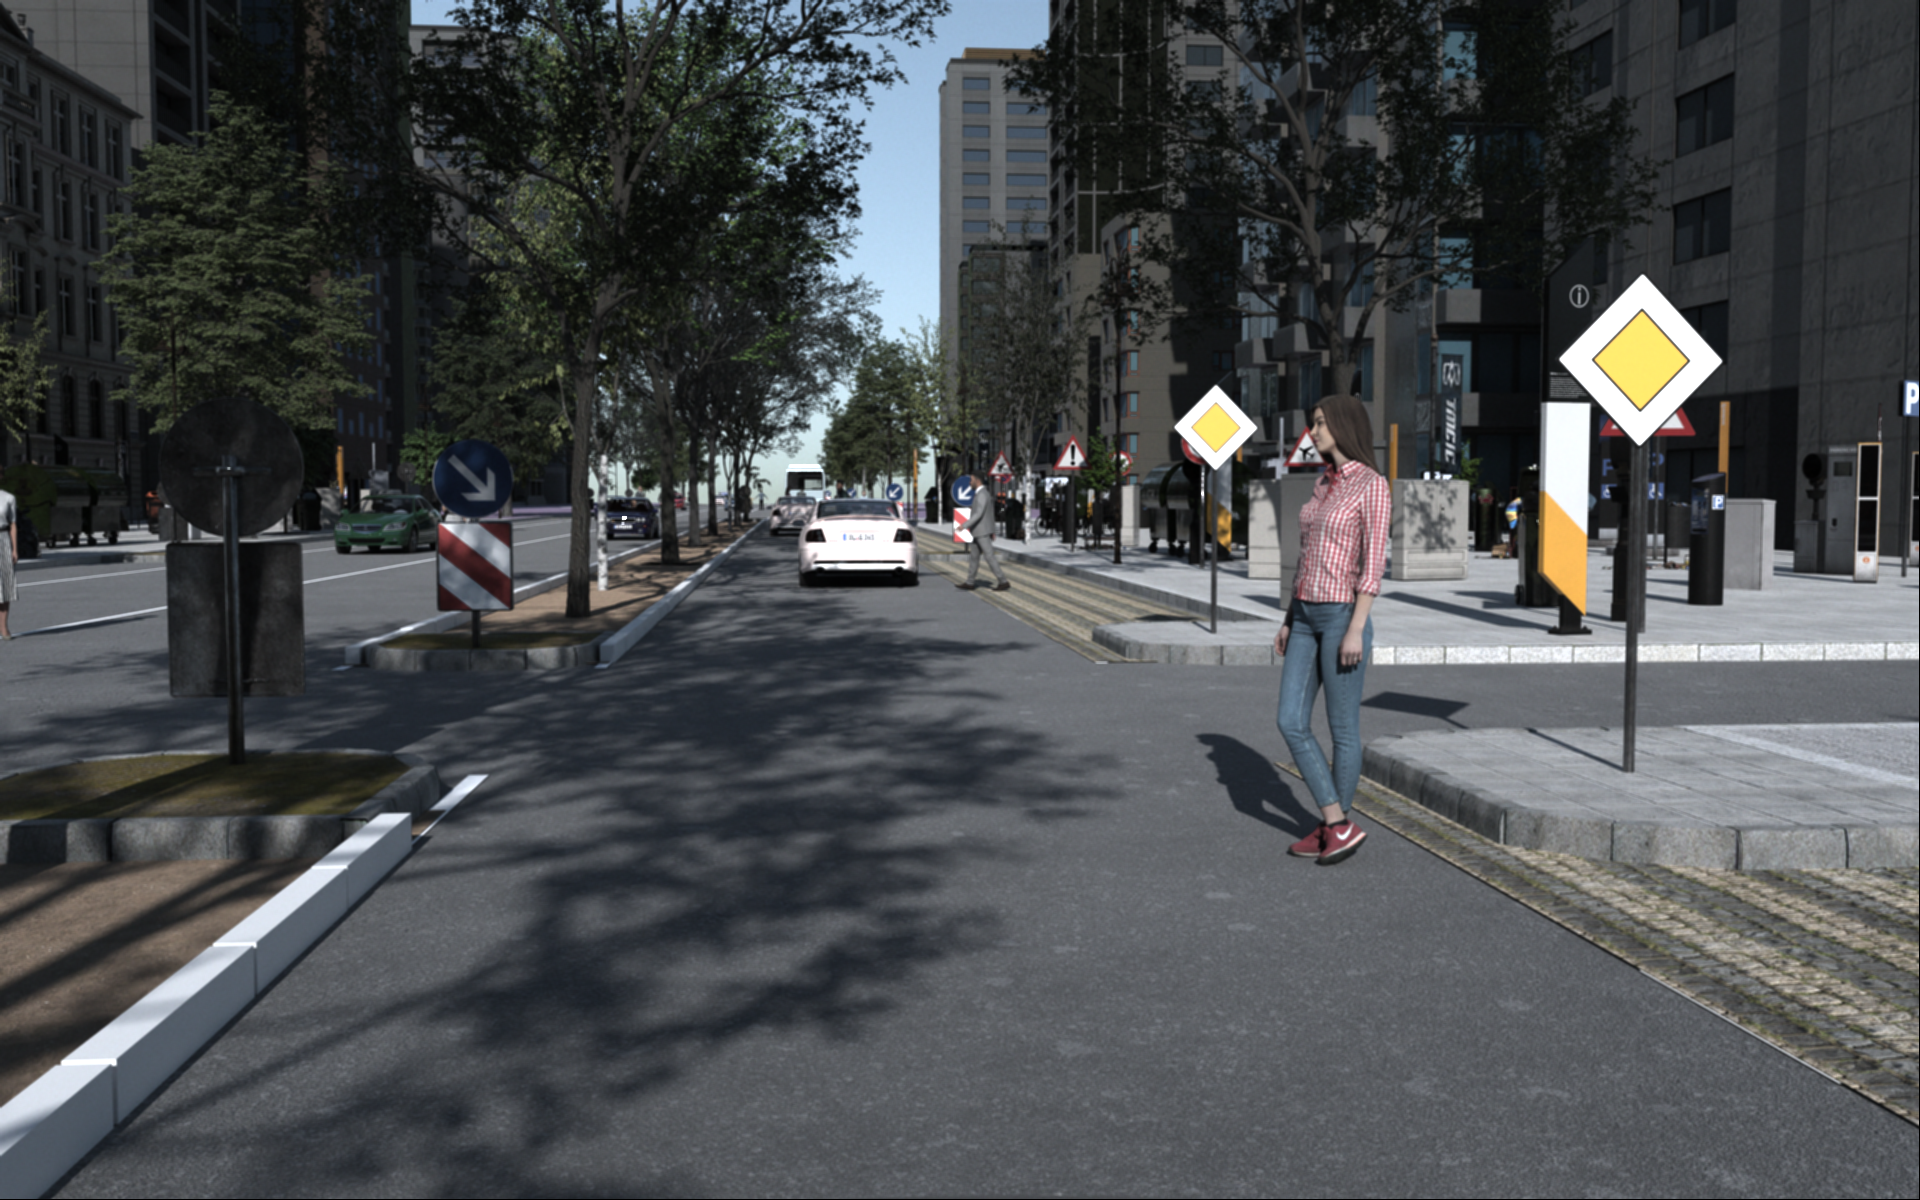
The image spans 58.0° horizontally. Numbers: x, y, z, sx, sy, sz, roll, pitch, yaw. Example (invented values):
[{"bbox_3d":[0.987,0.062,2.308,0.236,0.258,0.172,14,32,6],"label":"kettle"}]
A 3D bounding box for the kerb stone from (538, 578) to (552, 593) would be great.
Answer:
[{"bbox_3d":[-6.105,-0.185,25.219,0.120,0.150,1.000,0,4,-5],"label":"kerb stone"}]

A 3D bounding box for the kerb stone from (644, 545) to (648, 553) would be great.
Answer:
[{"bbox_3d":[-7.645,-1.178,41.533,0.120,0.150,1.000,0,4,-5],"label":"kerb stone"}]

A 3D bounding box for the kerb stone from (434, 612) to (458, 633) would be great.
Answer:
[{"bbox_3d":[-5.419,0.258,18.042,0.120,0.150,1.000,0,4,-5],"label":"kerb stone"}]

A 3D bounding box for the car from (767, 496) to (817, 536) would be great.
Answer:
[{"bbox_3d":[-5.679,-2.925,60.188,2.083,1.381,4.827,0,4,-6],"label":"car"}]

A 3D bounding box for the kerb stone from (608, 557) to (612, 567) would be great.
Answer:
[{"bbox_3d":[-6.871,-0.684,33.382,0.120,0.150,1.000,0,4,-5],"label":"kerb stone"}]

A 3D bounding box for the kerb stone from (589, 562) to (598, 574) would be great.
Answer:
[{"bbox_3d":[-6.773,-0.622,32.363,0.120,0.150,1.000,0,4,-5],"label":"kerb stone"}]

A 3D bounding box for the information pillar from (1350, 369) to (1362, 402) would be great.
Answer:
[{"bbox_3d":[7.350,-2.513,32.435,0.183,3.616,0.504,3,5,44],"label":"information pillar"}]

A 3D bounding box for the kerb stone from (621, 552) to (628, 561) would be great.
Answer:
[{"bbox_3d":[-7.158,-0.869,36.435,0.120,0.150,1.000,0,4,-5],"label":"kerb stone"}]

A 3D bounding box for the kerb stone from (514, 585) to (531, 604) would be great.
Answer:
[{"bbox_3d":[-5.913,-0.059,23.164,0.120,0.150,1.000,0,4,-5],"label":"kerb stone"}]

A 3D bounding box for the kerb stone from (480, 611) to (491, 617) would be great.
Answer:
[{"bbox_3d":[-5.617,0.128,20.098,0.120,0.150,1.000,0,4,-5],"label":"kerb stone"}]

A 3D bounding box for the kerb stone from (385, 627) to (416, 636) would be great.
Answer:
[{"bbox_3d":[-5.221,0.384,16.002,0.120,0.150,1.000,0,4,-5],"label":"kerb stone"}]

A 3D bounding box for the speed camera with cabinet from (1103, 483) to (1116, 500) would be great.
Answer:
[{"bbox_3d":[8.643,-5.975,92.028,2.038,3.252,0.660,0,4,1],"label":"speed camera with cabinet"}]

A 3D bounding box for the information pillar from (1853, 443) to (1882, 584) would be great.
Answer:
[{"bbox_3d":[13.063,-1.251,24.942,0.304,2.012,0.304,2,4,24],"label":"information pillar"}]

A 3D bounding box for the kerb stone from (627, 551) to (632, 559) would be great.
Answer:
[{"bbox_3d":[-7.259,-0.933,37.452,0.120,0.150,1.000,0,4,-5],"label":"kerb stone"}]

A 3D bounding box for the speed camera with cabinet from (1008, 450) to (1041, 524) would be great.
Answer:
[{"bbox_3d":[2.805,-4.925,74.858,0.660,3.252,2.038,2,4,29],"label":"speed camera with cabinet"}]

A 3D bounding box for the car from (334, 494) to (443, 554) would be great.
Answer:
[{"bbox_3d":[-14.146,-1.914,43.085,2.131,1.459,4.920,0,4,-4],"label":"car"}]

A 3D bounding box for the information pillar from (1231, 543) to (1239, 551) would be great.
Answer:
[{"bbox_3d":[6.164,-2.131,39.328,0.304,2.012,0.304,2,4,25],"label":"information pillar"}]

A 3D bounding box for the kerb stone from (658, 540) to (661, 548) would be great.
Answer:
[{"bbox_3d":[-8.040,-1.430,45.622,0.120,0.150,1.000,0,4,-5],"label":"kerb stone"}]

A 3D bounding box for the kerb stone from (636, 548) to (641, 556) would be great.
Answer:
[{"bbox_3d":[-7.450,-1.058,39.495,0.120,0.150,1.000,0,4,-5],"label":"kerb stone"}]

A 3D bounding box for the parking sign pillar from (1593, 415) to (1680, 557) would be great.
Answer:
[{"bbox_3d":[14.249,-2.910,36.056,1.447,3.967,1.447,0,4,2],"label":"parking sign pillar"}]

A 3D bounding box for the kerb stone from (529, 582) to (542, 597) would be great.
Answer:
[{"bbox_3d":[-6.007,-0.120,24.191,0.120,0.150,1.000,0,4,-5],"label":"kerb stone"}]

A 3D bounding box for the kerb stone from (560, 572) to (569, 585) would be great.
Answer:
[{"bbox_3d":[-6.294,-0.308,27.254,0.120,0.150,1.000,0,4,-5],"label":"kerb stone"}]

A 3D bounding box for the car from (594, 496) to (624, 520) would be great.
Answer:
[{"bbox_3d":[-19.166,-5.080,95.636,1.945,1.354,3.894,0,4,-6],"label":"car"}]

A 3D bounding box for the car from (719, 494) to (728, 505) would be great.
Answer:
[{"bbox_3d":[-30.846,-13.331,227.560,1.945,1.707,3.694,0,4,-7],"label":"car"}]

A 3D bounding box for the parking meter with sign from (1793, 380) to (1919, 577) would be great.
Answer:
[{"bbox_3d":[14.129,-1.904,27.384,0.543,3.016,1.738,-2,4,-35],"label":"parking meter with sign"}]

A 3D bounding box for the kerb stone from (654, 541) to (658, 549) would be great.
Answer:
[{"bbox_3d":[-7.933,-1.368,44.605,0.120,0.150,1.000,0,4,-5],"label":"kerb stone"}]

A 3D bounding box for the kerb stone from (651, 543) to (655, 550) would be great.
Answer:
[{"bbox_3d":[-7.831,-1.306,43.581,0.120,0.150,1.000,0,4,-5],"label":"kerb stone"}]

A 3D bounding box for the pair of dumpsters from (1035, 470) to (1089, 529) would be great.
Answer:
[{"bbox_3d":[3.929,-3.875,65.854,1.574,2.255,4.437,0,4,-6],"label":"pair of dumpsters"}]

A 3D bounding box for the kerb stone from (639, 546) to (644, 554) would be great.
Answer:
[{"bbox_3d":[-7.547,-1.120,40.515,0.120,0.150,1.000,0,4,-5],"label":"kerb stone"}]

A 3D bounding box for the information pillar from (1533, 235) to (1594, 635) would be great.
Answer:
[{"bbox_3d":[5.508,-1.491,15.726,0.504,3.616,0.183,-1,4,-18],"label":"information pillar"}]

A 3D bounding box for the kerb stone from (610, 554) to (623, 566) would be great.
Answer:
[{"bbox_3d":[-7.065,-0.809,35.417,0.120,0.150,1.000,0,4,-5],"label":"kerb stone"}]

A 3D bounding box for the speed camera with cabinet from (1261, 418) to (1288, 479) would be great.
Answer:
[{"bbox_3d":[8.079,-3.134,45.579,0.660,3.252,2.038,0,4,-5],"label":"speed camera with cabinet"}]

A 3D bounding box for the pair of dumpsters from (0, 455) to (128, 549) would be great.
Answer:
[{"bbox_3d":[-21.853,-2.424,42.127,1.574,2.255,4.437,0,4,-5],"label":"pair of dumpsters"}]

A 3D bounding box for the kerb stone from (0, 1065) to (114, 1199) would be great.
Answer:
[{"bbox_3d":[-1.924,1.150,3.404,0.120,0.150,1.000,0,4,-5],"label":"kerb stone"}]

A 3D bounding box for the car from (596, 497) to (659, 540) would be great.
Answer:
[{"bbox_3d":[-10.559,-2.605,55.167,1.945,1.354,3.894,0,4,-6],"label":"car"}]

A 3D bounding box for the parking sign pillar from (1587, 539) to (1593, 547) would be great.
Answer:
[{"bbox_3d":[15.762,-3.272,41.975,1.447,3.967,1.447,1,4,22],"label":"parking sign pillar"}]

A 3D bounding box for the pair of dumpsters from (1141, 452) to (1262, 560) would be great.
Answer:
[{"bbox_3d":[4.901,-2.015,35.436,1.574,2.255,4.437,0,4,-6],"label":"pair of dumpsters"}]

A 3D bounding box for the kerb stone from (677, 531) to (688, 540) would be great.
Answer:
[{"bbox_3d":[-9.099,-2.120,56.855,0.120,0.150,1.000,0,4,-5],"label":"kerb stone"}]

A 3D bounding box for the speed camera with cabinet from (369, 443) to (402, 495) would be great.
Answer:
[{"bbox_3d":[-22.075,-4.416,66.545,0.660,3.252,2.038,-3,4,-37],"label":"speed camera with cabinet"}]

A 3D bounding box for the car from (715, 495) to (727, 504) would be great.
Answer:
[{"bbox_3d":[-29.796,-12.360,214.447,2.083,1.381,4.827,0,4,-6],"label":"car"}]

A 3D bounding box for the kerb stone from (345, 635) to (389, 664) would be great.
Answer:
[{"bbox_3d":[-5.127,0.441,14.980,0.120,0.150,1.000,0,4,-5],"label":"kerb stone"}]

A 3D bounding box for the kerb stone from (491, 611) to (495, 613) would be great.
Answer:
[{"bbox_3d":[-5.712,0.066,21.123,0.120,0.150,1.000,0,4,-5],"label":"kerb stone"}]

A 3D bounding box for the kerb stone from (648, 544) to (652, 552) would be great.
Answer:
[{"bbox_3d":[-7.732,-1.242,42.564,0.120,0.150,1.000,0,4,-5],"label":"kerb stone"}]

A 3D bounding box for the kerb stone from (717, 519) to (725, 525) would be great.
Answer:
[{"bbox_3d":[-11.793,-3.865,85.393,0.120,0.150,1.000,0,4,-5],"label":"kerb stone"}]

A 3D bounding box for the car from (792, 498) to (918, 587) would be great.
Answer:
[{"bbox_3d":[-1.695,-0.970,28.228,2.083,1.381,4.827,0,4,-5],"label":"car"}]

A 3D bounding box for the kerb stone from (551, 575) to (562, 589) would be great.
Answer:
[{"bbox_3d":[-6.195,-0.247,26.237,0.120,0.150,1.000,0,4,-5],"label":"kerb stone"}]

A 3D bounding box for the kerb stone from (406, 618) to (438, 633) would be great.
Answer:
[{"bbox_3d":[-5.325,0.316,17.024,0.120,0.150,1.000,0,4,-5],"label":"kerb stone"}]

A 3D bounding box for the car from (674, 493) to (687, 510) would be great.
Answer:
[{"bbox_3d":[-25.125,-8.778,152.563,2.155,1.783,4.494,0,4,-4],"label":"car"}]

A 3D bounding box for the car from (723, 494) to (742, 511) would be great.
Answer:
[{"bbox_3d":[-19.566,-8.478,150.615,2.014,1.417,4.499,0,4,-6],"label":"car"}]

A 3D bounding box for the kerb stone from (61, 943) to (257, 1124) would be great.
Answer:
[{"bbox_3d":[-2.021,1.087,4.426,0.120,0.150,1.000,0,4,-5],"label":"kerb stone"}]

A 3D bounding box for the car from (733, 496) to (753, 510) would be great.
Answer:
[{"bbox_3d":[-20.299,-9.271,161.803,2.015,1.641,3.980,0,4,-4],"label":"car"}]

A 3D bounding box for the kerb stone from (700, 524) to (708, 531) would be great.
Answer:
[{"bbox_3d":[-10.345,-2.930,70.104,0.120,0.150,1.000,0,4,-5],"label":"kerb stone"}]

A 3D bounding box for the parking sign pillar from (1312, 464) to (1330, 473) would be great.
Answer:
[{"bbox_3d":[11.603,-3.991,53.719,1.447,3.967,1.447,0,4,-4],"label":"parking sign pillar"}]

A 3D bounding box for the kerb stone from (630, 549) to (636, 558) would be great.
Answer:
[{"bbox_3d":[-7.352,-0.996,38.478,0.120,0.150,1.000,0,4,-5],"label":"kerb stone"}]

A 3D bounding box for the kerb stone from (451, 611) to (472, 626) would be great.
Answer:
[{"bbox_3d":[-5.515,0.191,19.073,0.120,0.150,1.000,0,4,-5],"label":"kerb stone"}]
